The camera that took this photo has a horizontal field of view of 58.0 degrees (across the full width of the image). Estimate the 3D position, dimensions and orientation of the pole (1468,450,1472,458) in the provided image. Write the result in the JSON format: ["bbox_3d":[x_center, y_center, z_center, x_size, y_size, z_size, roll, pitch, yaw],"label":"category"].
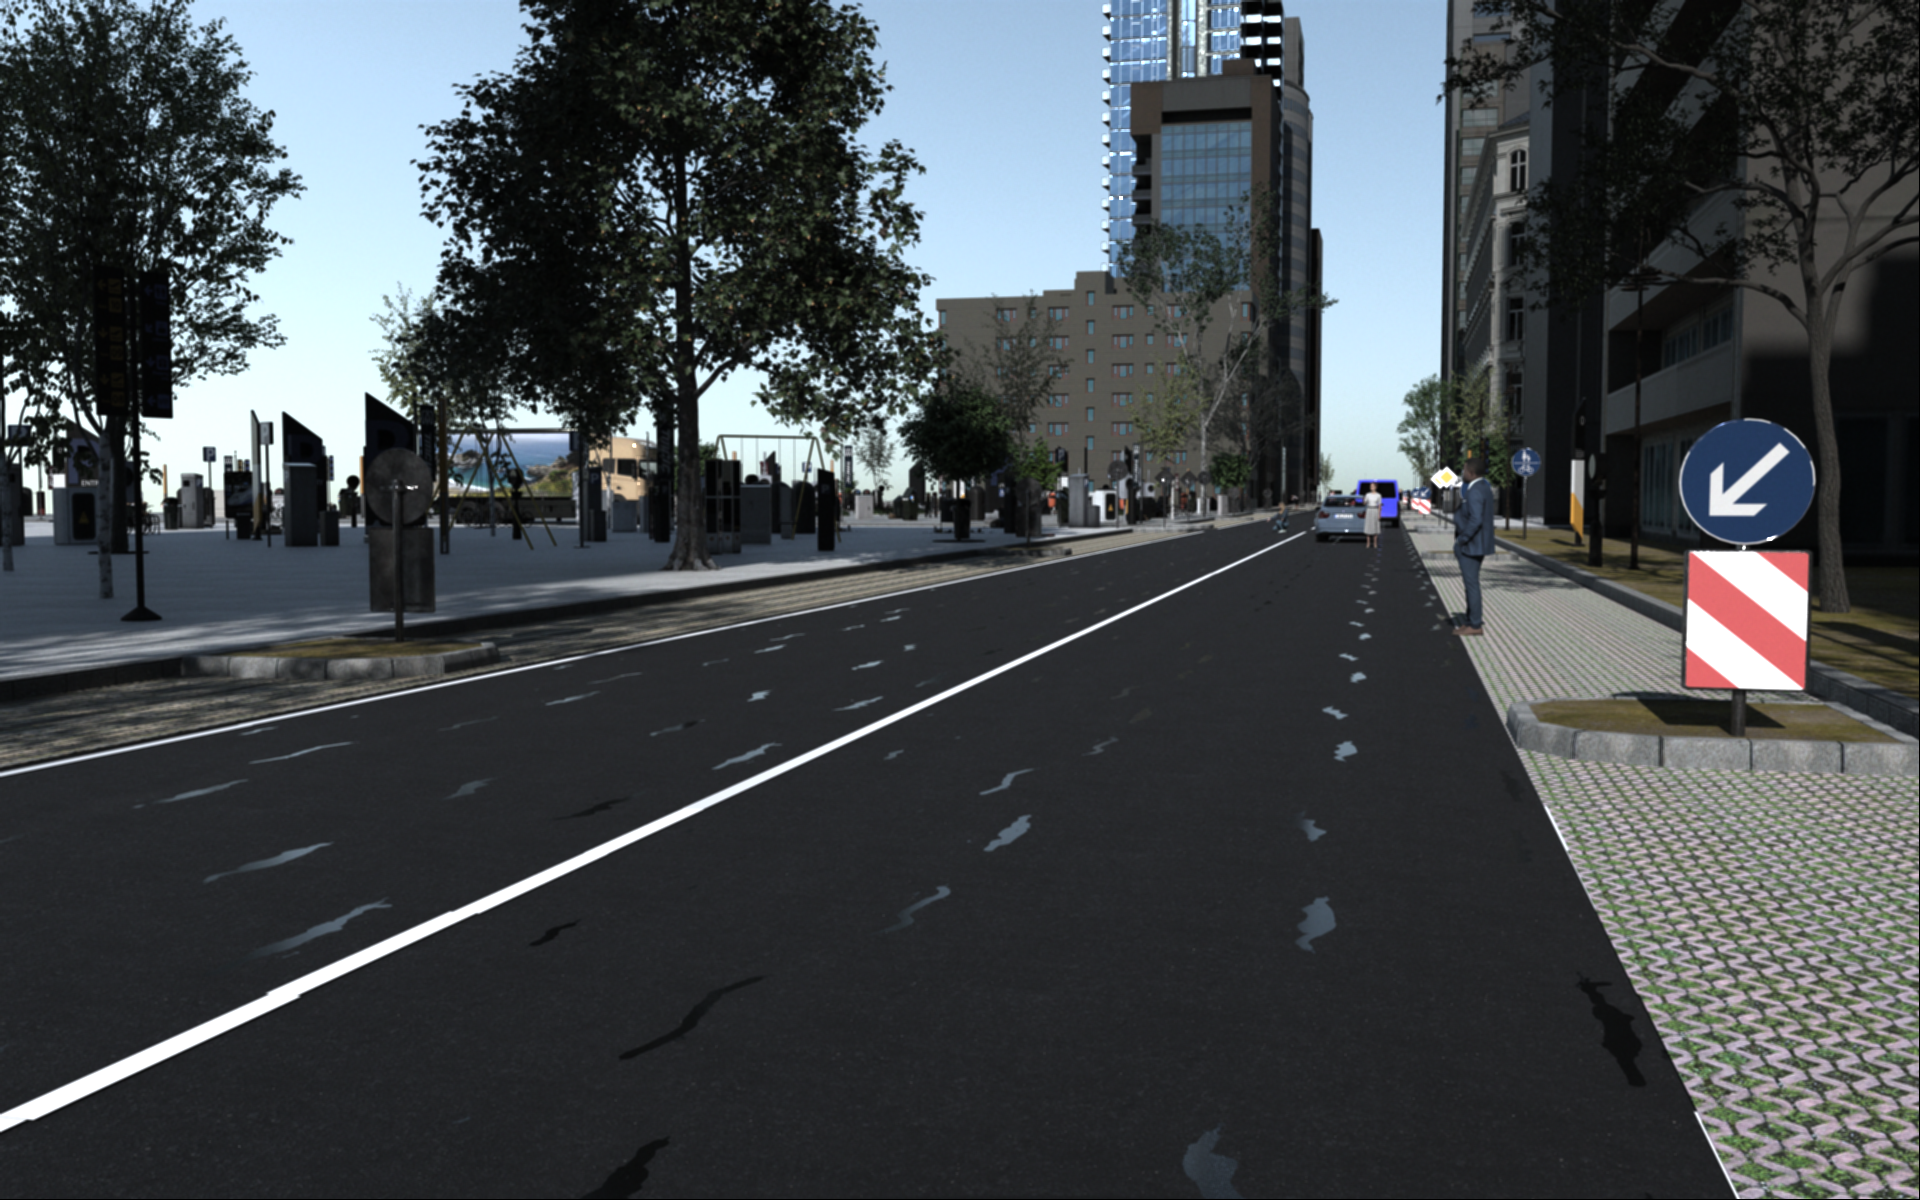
[{"bbox_3d":[23.719,-5.310,80.661,0.158,3.312,0.155,0,3,0],"label":"pole"}]

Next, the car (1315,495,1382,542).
[{"bbox_3d":[11.808,-2.495,52.801,2.014,1.417,4.499,1,4,16],"label":"car"}]

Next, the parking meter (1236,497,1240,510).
[{"bbox_3d":[22.278,-7.988,139.008,0.372,1.533,0.369,0,3,0],"label":"parking meter"}]

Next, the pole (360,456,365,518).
[{"bbox_3d":[-32.064,-6.061,92.946,0.158,3.312,0.155,0,3,0],"label":"pole"}]

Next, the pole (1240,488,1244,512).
[{"bbox_3d":[19.821,-7.820,121.696,0.158,3.312,0.155,0,3,0],"label":"pole"}]

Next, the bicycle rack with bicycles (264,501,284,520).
[{"bbox_3d":[-33.991,-4.454,86.206,2.852,0.926,2.925,-3,5,-41],"label":"bicycle rack with bicycles"}]

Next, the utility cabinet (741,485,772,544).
[{"bbox_3d":[-5.377,-2.151,43.844,1.173,1.500,0.318,0,4,-2],"label":"utility cabinet"}]

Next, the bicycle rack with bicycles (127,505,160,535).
[{"bbox_3d":[-26.397,-2.521,54.596,2.852,0.926,2.925,1,4,13],"label":"bicycle rack with bicycles"}]

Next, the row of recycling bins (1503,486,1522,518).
[{"bbox_3d":[30.399,-5.186,91.902,3.534,1.692,1.069,-1,4,-22],"label":"row of recycling bins"}]

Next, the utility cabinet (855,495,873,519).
[{"bbox_3d":[-4.899,-4.745,88.748,1.020,1.237,0.306,-3,5,-44],"label":"utility cabinet"}]

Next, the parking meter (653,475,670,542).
[{"bbox_3d":[-7.953,-2.473,46.144,0.255,1.863,0.399,3,4,38],"label":"parking meter"}]

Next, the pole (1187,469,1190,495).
[{"bbox_3d":[18.509,-8.966,140.430,0.158,3.312,0.155,0,3,0],"label":"pole"}]

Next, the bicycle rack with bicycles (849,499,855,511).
[{"bbox_3d":[-6.279,-6.519,119.965,2.852,0.926,2.925,2,4,28],"label":"bicycle rack with bicycles"}]

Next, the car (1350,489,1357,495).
[{"bbox_3d":[28.402,-6.888,121.294,2.281,1.827,5.304,1,4,16],"label":"car"}]

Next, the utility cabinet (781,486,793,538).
[{"bbox_3d":[-5.008,-2.536,50.140,0.318,1.500,1.173,0,4,-4],"label":"utility cabinet"}]

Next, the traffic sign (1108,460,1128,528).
[{"bbox_3d":[5.908,-3.963,64.896,0.768,2.556,0.104,1,4,17],"label":"traffic sign"}]

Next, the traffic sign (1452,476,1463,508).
[{"bbox_3d":[28.311,-5.903,98.641,0.606,2.300,0.079,1,4,19],"label":"traffic sign"}]

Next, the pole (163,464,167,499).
[{"bbox_3d":[-54.627,-7.659,119.061,0.158,3.312,0.155,0,3,0],"label":"pole"}]

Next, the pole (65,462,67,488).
[{"bbox_3d":[-56.893,-7.119,110.234,0.158,3.312,0.155,0,3,0],"label":"pole"}]

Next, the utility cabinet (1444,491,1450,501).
[{"bbox_3d":[33.089,-6.603,116.636,1.173,1.500,0.318,-2,4,-35],"label":"utility cabinet"}]

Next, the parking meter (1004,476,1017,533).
[{"bbox_3d":[1.653,-3.111,56.579,0.255,1.863,0.399,-3,5,-43],"label":"parking meter"}]

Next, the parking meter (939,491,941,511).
[{"bbox_3d":[-1.375,-7.386,129.176,0.372,1.533,0.369,0,3,0],"label":"parking meter"}]

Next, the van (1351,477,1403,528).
[{"bbox_3d":[18.123,-4.337,75.300,2.240,2.365,5.245,1,4,13],"label":"van"}]

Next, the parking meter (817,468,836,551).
[{"bbox_3d":[-3.015,-2.049,39.215,0.399,1.863,0.255,0,4,4],"label":"parking meter"}]

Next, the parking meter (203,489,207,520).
[{"bbox_3d":[-37.223,-4.688,85.053,0.372,1.533,0.369,0,3,0],"label":"parking meter"}]

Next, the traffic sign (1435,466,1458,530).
[{"bbox_3d":[17.591,-3.609,62.652,0.795,2.450,0.064,1,4,14],"label":"traffic sign"}]

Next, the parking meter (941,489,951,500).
[{"bbox_3d":[-0.617,-4.847,87.658,0.372,1.533,0.369,0,3,0],"label":"parking meter"}]

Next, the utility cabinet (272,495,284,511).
[{"bbox_3d":[-39.123,-5.425,99.856,1.020,1.237,0.306,-1,4,-21],"label":"utility cabinet"}]

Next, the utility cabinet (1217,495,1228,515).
[{"bbox_3d":[16.014,-5.770,105.496,0.306,1.237,1.020,2,4,31],"label":"utility cabinet"}]

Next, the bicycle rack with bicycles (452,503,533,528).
[{"bbox_3d":[-18.223,-3.256,66.612,2.925,0.926,2.852,3,5,39],"label":"bicycle rack with bicycles"}]

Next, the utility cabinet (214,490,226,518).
[{"bbox_3d":[-43.076,-5.679,101.527,1.173,1.500,0.318,-2,4,-31],"label":"utility cabinet"}]

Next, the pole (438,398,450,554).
[{"bbox_3d":[-11.047,-2.643,37.049,0.158,3.312,0.155,0,3,0],"label":"pole"}]

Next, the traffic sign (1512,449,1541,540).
[{"bbox_3d":[15.855,-2.964,48.560,0.768,2.556,0.104,1,4,18],"label":"traffic sign"}]

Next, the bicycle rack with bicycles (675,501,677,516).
[{"bbox_3d":[-15.740,-5.396,101.604,2.925,0.926,2.852,3,5,45],"label":"bicycle rack with bicycles"}]

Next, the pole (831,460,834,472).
[{"bbox_3d":[-7.643,-6.713,103.597,0.158,3.312,0.155,0,3,0],"label":"pole"}]

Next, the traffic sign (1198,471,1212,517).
[{"bbox_3d":[13.466,-5.829,95.404,0.768,2.556,0.104,1,4,20],"label":"traffic sign"}]

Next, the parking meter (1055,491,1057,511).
[{"bbox_3d":[7.593,-7.759,135.278,0.372,1.533,0.369,0,3,0],"label":"parking meter"}]

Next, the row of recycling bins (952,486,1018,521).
[{"bbox_3d":[1.255,-4.702,83.989,3.534,1.692,1.069,2,4,23],"label":"row of recycling bins"}]

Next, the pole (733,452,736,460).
[{"bbox_3d":[-10.831,-5.468,83.248,0.158,3.312,0.155,0,3,0],"label":"pole"}]

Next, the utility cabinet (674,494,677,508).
[{"bbox_3d":[-20.559,-7.247,127.162,0.318,1.500,1.173,2,4,31],"label":"utility cabinet"}]

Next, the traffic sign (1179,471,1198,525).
[{"bbox_3d":[9.620,-4.234,72.867,0.795,2.450,0.064,1,4,14],"label":"traffic sign"}]

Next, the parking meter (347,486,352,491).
[{"bbox_3d":[-43.080,-7.131,122.309,0.255,1.863,0.399,-2,4,-33],"label":"parking meter"}]

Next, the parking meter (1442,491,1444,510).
[{"bbox_3d":[37.938,-7.781,135.627,0.372,1.533,0.369,0,3,0],"label":"parking meter"}]

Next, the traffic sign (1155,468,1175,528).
[{"bbox_3d":[7.699,-3.760,65.115,0.795,2.450,0.064,1,4,14],"label":"traffic sign"}]

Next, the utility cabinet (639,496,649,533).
[{"bbox_3d":[-10.453,-2.843,57.637,0.306,1.237,1.020,-1,4,-18],"label":"utility cabinet"}]

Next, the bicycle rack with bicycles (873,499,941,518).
[{"bbox_3d":[-3.243,-5.494,103.204,2.852,0.926,2.925,-2,4,-28],"label":"bicycle rack with bicycles"}]

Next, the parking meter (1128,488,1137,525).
[{"bbox_3d":[7.224,-3.931,72.682,0.372,1.533,0.369,0,3,0],"label":"parking meter"}]

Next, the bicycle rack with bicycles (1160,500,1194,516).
[{"bbox_3d":[12.250,-5.456,102.580,2.925,0.926,2.852,1,4,16],"label":"bicycle rack with bicycles"}]

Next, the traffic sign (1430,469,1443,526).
[{"bbox_3d":[19.511,-4.083,70.404,0.795,2.450,0.064,1,4,14],"label":"traffic sign"}]

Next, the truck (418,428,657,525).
[{"bbox_3d":[-17.816,-5.270,75.084,11.283,4.237,2.839,1,4,14],"label":"truck"}]
